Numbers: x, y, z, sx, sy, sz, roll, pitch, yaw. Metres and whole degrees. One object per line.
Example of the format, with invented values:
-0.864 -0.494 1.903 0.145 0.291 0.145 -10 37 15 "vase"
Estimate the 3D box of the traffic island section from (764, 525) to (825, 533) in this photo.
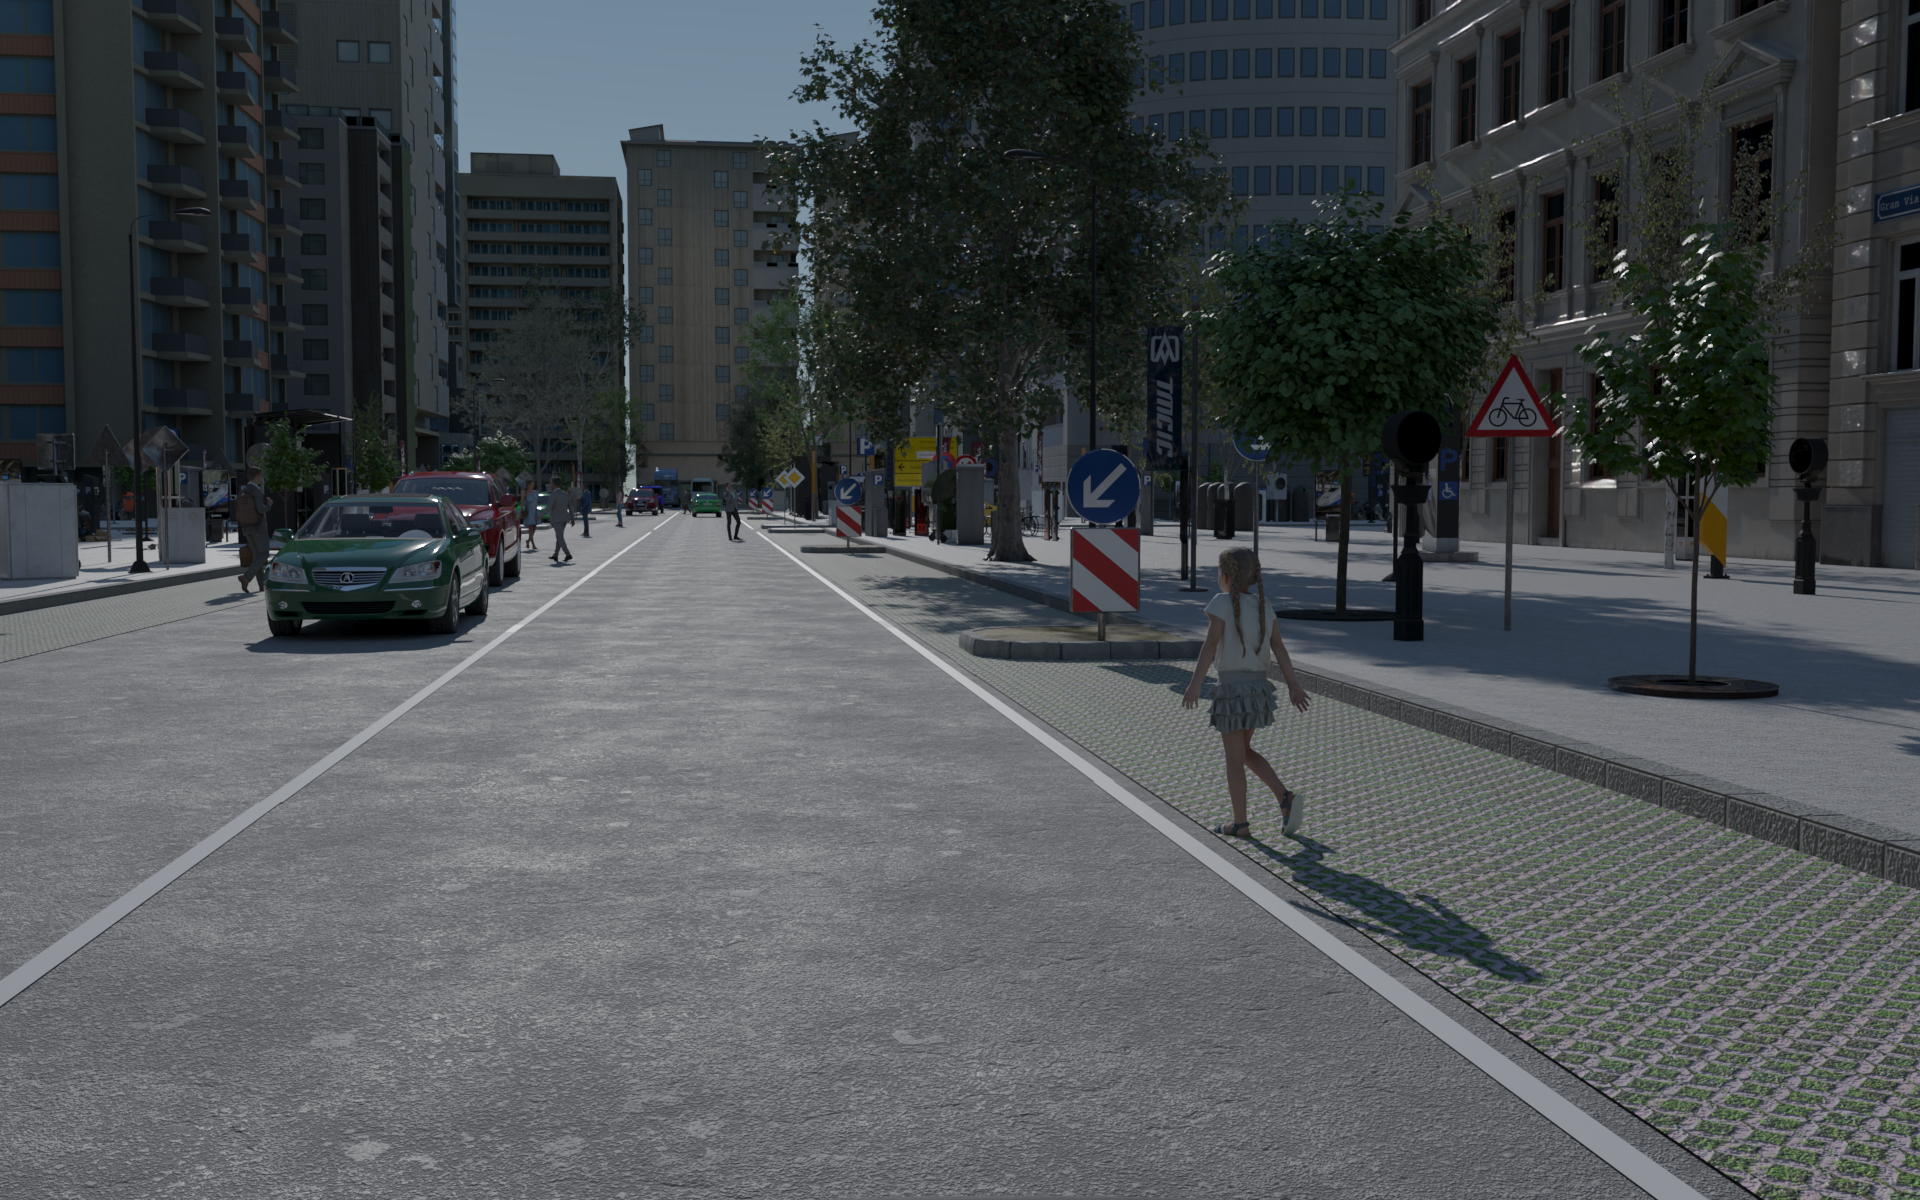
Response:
-6.085 -2.553 64.026 2.009 0.180 2.903 -1 4 -8 "traffic island section"

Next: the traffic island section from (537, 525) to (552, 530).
-17.681 -2.943 70.396 2.009 0.180 2.903 -1 4 -8 "traffic island section"

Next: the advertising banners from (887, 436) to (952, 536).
-1.203 -3.479 53.071 2.074 3.025 0.090 2 4 23 "advertising banners"

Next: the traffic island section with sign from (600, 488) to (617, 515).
-24.899 -6.901 121.451 1.989 1.847 2.006 -1 4 -8 "traffic island section with sign"

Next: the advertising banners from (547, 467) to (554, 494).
-26.103 -6.988 110.443 0.090 3.025 2.074 0 4 -1 "advertising banners"

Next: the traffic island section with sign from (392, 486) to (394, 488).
-12.923 -1.942 40.380 1.989 1.847 2.006 -1 4 -8 "traffic island section with sign"

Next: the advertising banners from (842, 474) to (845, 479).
-7.524 -6.828 107.827 0.090 3.025 2.074 1 4 22 "advertising banners"

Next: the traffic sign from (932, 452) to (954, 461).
-0.489 -3.170 51.929 0.768 2.556 0.104 0 4 -6 "traffic sign"

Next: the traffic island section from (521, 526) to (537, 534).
-16.515 -2.460 62.497 2.009 0.180 2.903 -1 4 -8 "traffic island section"

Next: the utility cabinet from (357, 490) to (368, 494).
-30.894 -4.948 89.571 0.318 1.500 1.173 0 4 -5 "utility cabinet"

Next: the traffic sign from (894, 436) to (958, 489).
-1.190 -4.087 60.702 2.265 3.308 0.079 0 4 -2 "traffic sign"

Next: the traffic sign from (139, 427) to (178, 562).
-15.162 -2.001 32.818 0.768 2.556 0.104 0 4 -6 "traffic sign"

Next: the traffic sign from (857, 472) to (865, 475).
-5.598 -6.084 99.581 0.768 2.556 0.104 0 4 -5 "traffic sign"

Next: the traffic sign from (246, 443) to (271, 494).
-17.389 -2.634 43.172 0.768 2.556 0.104 0 4 -7 "traffic sign"

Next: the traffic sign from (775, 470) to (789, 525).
-7.274 -4.171 71.845 0.795 2.450 0.064 -1 4 -8 "traffic sign"

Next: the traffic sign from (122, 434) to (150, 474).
-15.635 -1.948 33.029 0.795 2.450 0.064 0 4 -7 "traffic sign"

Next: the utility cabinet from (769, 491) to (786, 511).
-15.092 -8.269 143.876 1.173 1.500 0.318 -1 4 -21 "utility cabinet"

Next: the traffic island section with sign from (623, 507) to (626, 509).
-32.237 -9.938 171.114 1.989 1.847 2.006 -1 4 -8 "traffic island section with sign"

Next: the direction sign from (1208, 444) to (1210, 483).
11.251 -5.274 78.219 0.379 3.537 0.876 0 4 4 "direction sign"

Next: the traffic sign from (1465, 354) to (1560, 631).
5.150 -0.992 16.218 0.884 2.594 0.081 0 4 -1 "traffic sign"

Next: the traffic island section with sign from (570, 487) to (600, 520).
-20.954 -5.270 94.785 1.989 1.847 2.006 -1 4 -8 "traffic island section with sign"

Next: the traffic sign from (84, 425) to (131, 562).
-15.957 -1.983 32.428 0.884 2.594 0.081 0 4 0 "traffic sign"

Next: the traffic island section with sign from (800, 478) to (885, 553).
-2.904 -2.070 42.470 1.989 1.847 2.006 -1 4 -8 "traffic island section with sign"

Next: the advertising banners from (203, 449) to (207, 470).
-30.125 -4.439 68.773 0.090 3.025 2.074 -2 4 -35 "advertising banners"

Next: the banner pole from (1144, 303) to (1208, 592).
2.849 -2.004 22.779 0.863 3.779 0.401 0 4 5 "banner pole"

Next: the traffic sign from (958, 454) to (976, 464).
0.191 -3.403 55.744 0.768 2.556 0.104 0 4 -3 "traffic sign"

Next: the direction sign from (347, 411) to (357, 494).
-16.701 -3.414 47.815 0.379 3.537 0.876 -1 4 -16 "direction sign"

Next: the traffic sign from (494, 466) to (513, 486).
-16.493 -3.596 62.438 0.795 2.450 0.064 -1 4 -8 "traffic sign"

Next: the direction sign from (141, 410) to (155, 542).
-22.028 -3.353 46.813 0.379 3.537 0.876 -2 4 -30 "direction sign"

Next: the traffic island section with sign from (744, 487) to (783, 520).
-10.867 -5.371 96.439 1.989 1.847 2.006 -1 4 -8 "traffic island section with sign"

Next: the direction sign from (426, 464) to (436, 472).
-39.296 -8.366 128.774 0.379 3.537 0.876 3 4 38 "direction sign"

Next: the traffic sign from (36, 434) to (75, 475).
-15.295 -1.663 29.320 0.606 2.300 0.079 0 4 -4 "traffic sign"

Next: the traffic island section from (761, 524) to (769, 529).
-7.252 -3.036 71.926 2.009 0.180 2.903 -1 4 -8 "traffic island section"

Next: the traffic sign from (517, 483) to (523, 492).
-27.916 -6.752 110.504 0.768 2.556 0.104 0 4 0 "traffic sign"

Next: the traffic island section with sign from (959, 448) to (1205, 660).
1.034 -0.439 15.803 1.989 1.847 2.006 -1 4 -8 "traffic island section with sign"

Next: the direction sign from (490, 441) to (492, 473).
-20.305 -5.076 74.985 0.379 3.537 0.876 -1 4 -15 "direction sign"

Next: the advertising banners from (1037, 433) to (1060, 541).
2.416 -3.153 47.745 0.090 3.025 2.074 -1 4 -13 "advertising banners"

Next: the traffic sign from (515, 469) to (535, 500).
-17.659 -4.079 70.338 0.795 2.450 0.064 -1 4 -8 "traffic sign"

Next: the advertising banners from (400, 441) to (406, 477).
-18.349 -3.776 57.920 0.090 3.025 2.074 0 4 2 "advertising banners"

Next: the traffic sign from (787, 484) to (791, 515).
-10.258 -6.272 104.672 0.606 2.300 0.079 0 4 -7 "traffic sign"

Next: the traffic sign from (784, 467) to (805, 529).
-6.108 -3.688 63.945 0.795 2.450 0.064 -1 4 -8 "traffic sign"

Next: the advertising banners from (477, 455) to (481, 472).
-21.112 -4.928 76.768 0.090 3.025 2.074 -2 4 -29 "advertising banners"

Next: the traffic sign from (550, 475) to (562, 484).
-26.825 -7.027 114.991 0.768 2.556 0.104 0 4 -4 "traffic sign"

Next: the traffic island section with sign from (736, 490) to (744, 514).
-14.906 -7.041 123.756 1.989 1.847 2.006 -1 4 -8 "traffic island section with sign"

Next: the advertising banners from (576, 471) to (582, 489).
-30.111 -8.433 134.067 2.074 3.025 0.090 2 4 23 "advertising banners"

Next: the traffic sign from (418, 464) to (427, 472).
-22.911 -4.516 73.846 0.884 2.594 0.081 0 4 -3 "traffic sign"

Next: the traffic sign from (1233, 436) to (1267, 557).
4.564 -1.624 26.658 0.768 2.556 0.104 0 4 0 "traffic sign"

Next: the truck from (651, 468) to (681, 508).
-31.396 -12.008 186.089 2.967 4.110 18.799 -1 4 -8 "truck"

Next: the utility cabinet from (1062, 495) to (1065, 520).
4.735 -4.543 85.448 0.306 1.237 1.020 3 5 40 "utility cabinet"

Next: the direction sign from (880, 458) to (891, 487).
-4.643 -7.142 108.766 0.876 3.537 0.379 2 4 28 "direction sign"

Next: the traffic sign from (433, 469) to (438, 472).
-23.850 -4.749 78.836 0.795 2.450 0.064 0 4 -4 "traffic sign"

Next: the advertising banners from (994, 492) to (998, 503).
1.541 -5.507 86.223 0.090 3.025 2.074 2 4 26 "advertising banners"

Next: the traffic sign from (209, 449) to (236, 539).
-21.274 -3.052 49.898 0.884 2.594 0.081 0 4 0 "traffic sign"

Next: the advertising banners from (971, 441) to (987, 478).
-0.063 -3.775 57.912 2.074 3.025 0.090 2 4 29 "advertising banners"

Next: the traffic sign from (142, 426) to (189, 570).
-13.399 -1.715 29.224 0.795 2.450 0.064 0 4 1 "traffic sign"
